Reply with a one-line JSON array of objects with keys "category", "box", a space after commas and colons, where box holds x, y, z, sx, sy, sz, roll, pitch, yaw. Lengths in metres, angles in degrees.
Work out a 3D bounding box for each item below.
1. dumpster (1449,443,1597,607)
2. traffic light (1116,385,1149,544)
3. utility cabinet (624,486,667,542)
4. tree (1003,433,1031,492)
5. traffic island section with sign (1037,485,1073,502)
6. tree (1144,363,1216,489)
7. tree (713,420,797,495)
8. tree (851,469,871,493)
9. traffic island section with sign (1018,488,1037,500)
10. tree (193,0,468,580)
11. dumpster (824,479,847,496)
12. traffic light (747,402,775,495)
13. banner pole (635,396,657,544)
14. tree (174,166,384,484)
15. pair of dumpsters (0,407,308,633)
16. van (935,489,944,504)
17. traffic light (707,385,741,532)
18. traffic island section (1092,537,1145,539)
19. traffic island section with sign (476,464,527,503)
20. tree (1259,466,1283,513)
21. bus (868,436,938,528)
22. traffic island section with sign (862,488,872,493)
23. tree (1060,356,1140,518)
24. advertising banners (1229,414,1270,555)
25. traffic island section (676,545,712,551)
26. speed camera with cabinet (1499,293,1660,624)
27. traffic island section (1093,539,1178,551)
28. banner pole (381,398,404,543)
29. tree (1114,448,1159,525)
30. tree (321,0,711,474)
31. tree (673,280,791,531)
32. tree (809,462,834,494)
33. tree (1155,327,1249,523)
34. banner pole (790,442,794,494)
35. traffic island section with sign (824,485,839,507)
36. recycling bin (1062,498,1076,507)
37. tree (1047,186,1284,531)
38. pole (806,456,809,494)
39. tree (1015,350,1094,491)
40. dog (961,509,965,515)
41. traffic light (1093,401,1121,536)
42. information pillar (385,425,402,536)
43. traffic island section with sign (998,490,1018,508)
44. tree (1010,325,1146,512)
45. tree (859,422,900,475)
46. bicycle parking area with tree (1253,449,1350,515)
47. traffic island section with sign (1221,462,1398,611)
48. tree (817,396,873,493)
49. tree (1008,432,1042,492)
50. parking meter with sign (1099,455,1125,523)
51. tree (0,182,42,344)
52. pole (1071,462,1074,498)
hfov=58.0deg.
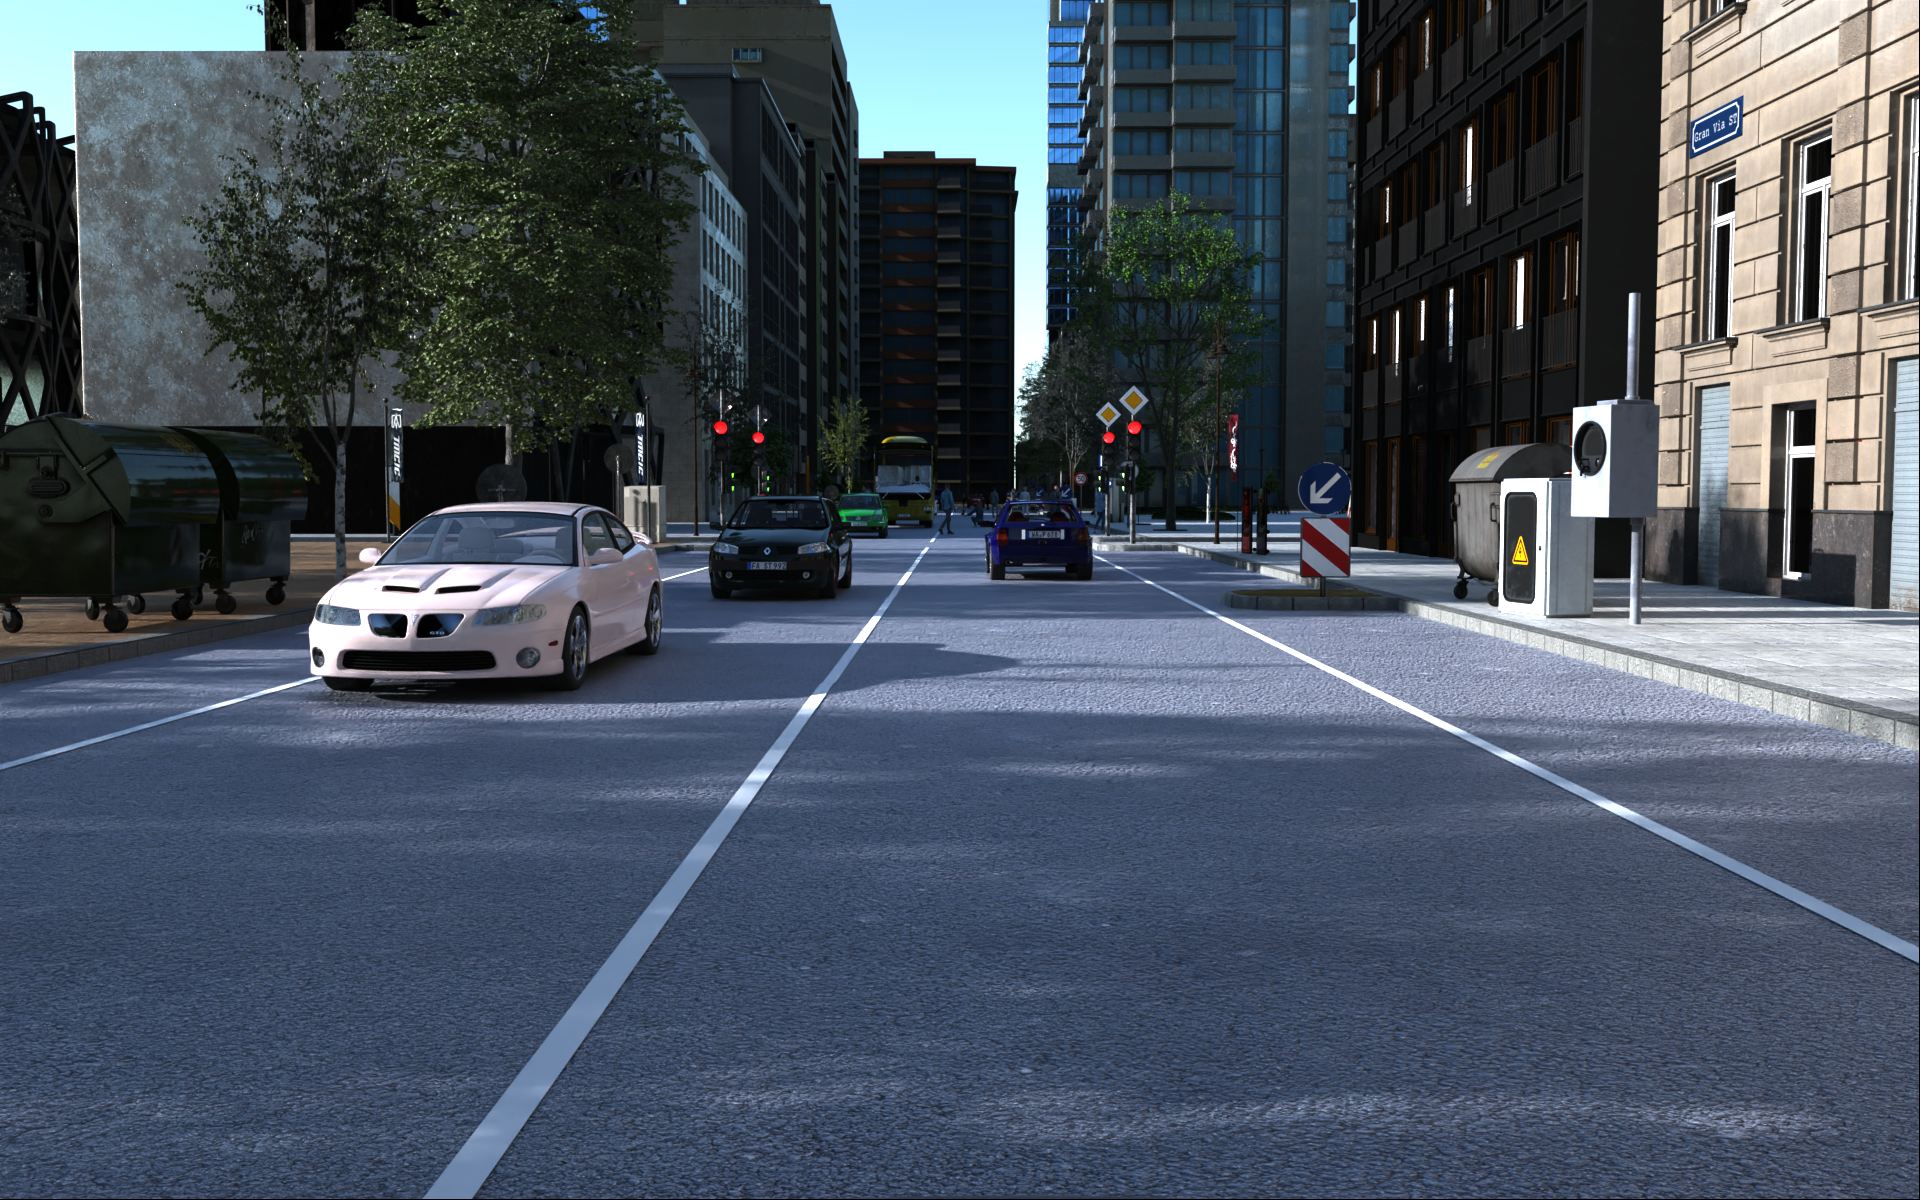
[{"category": "dumpster", "box": [6.610, -0.893, 20.360, 1.264, 1.857, 1.865, 0, 4, 0]}, {"category": "traffic light", "box": [4.454, -3.413, 44.726, 0.839, 4.253, 0.868, 0, 4, 0]}, {"category": "utility cabinet", "box": [-8.287, -2.255, 45.546, 1.173, 1.500, 0.318, 2, 4, 29]}, {"category": "tree", "box": [7.243, -15.353, 201.376, 4.360, 8.622, 3.978, 0, 3, 0]}, {"category": "traffic island section with sign", "box": [4.628, -4.257, 78.231, 1.989, 1.847, 2.006, 0, 4, 0]}, {"category": "tree", "box": [12.217, -9.062, 98.525, 4.737, 8.622, 4.395, 0, 3, 0]}, {"category": "tree", "box": [-8.214, -5.249, 69.530, 4.285, 4.588, 4.351, 0, 3, 0]}, {"category": "tree", "box": [-8.004, -8.550, 134.388, 1.663, 3.219, 1.824, 0, 3, 0]}, {"category": "traffic island section with sign", "box": [4.727, -5.969, 106.216, 1.989, 1.847, 2.006, 0, 4, 0]}, {"category": "tree", "box": [-9.325, -4.613, 25.792, 4.360, 8.622, 3.978, 0, 3, 0]}, {"category": "dumpster", "box": [-7.984, -6.608, 110.526, 1.502, 2.255, 1.985, 0, 3, 0]}, {"category": "traffic light", "box": [-6.076, -3.903, 52.735, 0.839, 4.253, 0.868, 0, 4, 0]}, {"category": "banner pole", "box": [-8.092, -3.323, 44.344, 0.401, 3.779, 0.863, -3, 5, -41]}, {"category": "tree", "box": [-15.711, -5.475, 39.880, 4.737, 8.622, 4.395, 0, 3, 0]}, {"category": "pair of dumpsters", "box": [-8.331, -0.945, 17.948, 1.574, 2.255, 4.437, 0, 4, 0]}, {"category": "van", "box": [-2.616, -11.677, 195.307, 2.240, 2.365, 5.245, 0, 4, 1]}, {"category": "traffic light", "box": [-6.107, -3.415, 44.750, 0.839, 4.253, 0.868, 0, 4, 0]}, {"category": "traffic island section", "box": [4.525, -1.868, 52.824, 2.009, 0.180, 2.903, 0, 4, 0]}, {"category": "traffic island section with sign", "box": [-5.908, -0.817, 21.982, 1.989, 1.847, 2.006, 0, 4, 0]}, {"category": "tree", "box": [21.500, -7.700, 120.496, 1.663, 3.219, 1.824, 0, 3, 0]}, {"category": "bus", "box": [-2.394, -5.226, 76.984, 2.896, 3.916, 12.252, 0, 4, -1]}, {"category": "traffic island section with sign", "box": [-5.600, -5.891, 104.943, 1.989, 1.847, 2.006, 0, 4, 0]}, {"category": "tree", "box": [7.588, -8.752, 93.455, 4.360, 8.622, 3.978, 0, 3, 0]}, {"category": "advertising banners", "box": [6.181, -2.507, 37.175, 0.090, 3.025, 2.074, -1, 4, -15]}, {"category": "traffic island section", "box": [-6.147, -1.382, 44.884, 2.009, 0.180, 2.903, 0, 4, 0]}, {"category": "speed camera with cabinet", "box": [6.312, -1.433, 17.769, 0.660, 3.252, 2.038, -1, 4, -12]}, {"category": "traffic island section", "box": [4.494, -1.380, 44.839, 2.009, 0.180, 2.903, 0, 4, 0]}, {"category": "banner pole", "box": [-14.756, -3.368, 45.089, 0.863, 3.779, 0.401, 2, 4, 32]}, {"category": "tree", "box": [7.518, -4.722, 71.811, 1.663, 3.219, 1.824, 0, 3, 0]}, {"category": "tree", "box": [-8.696, -7.087, 33.995, 7.486, 12.596, 7.792, 0, 3, 0]}, {"category": "tree", "box": [-8.262, -6.755, 60.804, 4.360, 8.622, 3.978, 0, 3, 0]}, {"category": "tree", "box": [-8.087, -6.642, 103.204, 1.663, 3.219, 1.824, 0, 3, 0]}, {"category": "tree", "box": [10.904, -7.715, 76.508, 4.360, 8.622, 3.978, 0, 3, 0]}, {"category": "banner pole", "box": [-8.165, -5.759, 84.183, 0.401, 3.779, 0.863, -1, 4, -21]}, {"category": "traffic island section with sign", "box": [-5.694, -4.211, 77.471, 1.989, 1.847, 2.006, 0, 4, 0]}, {"category": "recycling bin", "box": [6.740, -5.787, 107.178, 0.722, 1.027, 0.722, 2, 4, 32]}, {"category": "tree", "box": [7.207, -8.214, 60.059, 9.928, 11.665, 9.643, 0, 3, 0]}, {"category": "pole", "box": [-8.083, -5.990, 91.784, 0.158, 3.312, 0.155, 0, 3, 0]}, {"category": "tree", "box": [8.037, -13.278, 135.215, 7.486, 12.596, 7.792, 0, 3, 0]}, {"category": "dog", "box": [0.146, -5.964, 117.709, 0.748, 0.427, 0.550, -3, 5, -43]}, {"category": "traffic light", "box": [4.485, -3.902, 52.711, 0.839, 4.253, 0.868, 0, 4, 0]}, {"category": "information pillar", "box": [-17.282, -3.757, 52.777, 0.183, 3.616, 0.504, 2, 4, 27]}, {"category": "traffic island section with sign", "box": [5.030, -10.617, 182.212, 1.989, 1.847, 2.006, 0, 4, 0]}, {"category": "tree", "box": [8.031, -13.005, 122.995, 12.009, 13.543, 11.850, 0, 3, 0]}, {"category": "tree", "box": [-7.880, -13.629, 173.197, 4.360, 8.622, 3.978, 0, 3, 0]}, {"category": "bicycle parking area with tree", "box": [22.017, -7.603, 111.314, 8.231, 4.147, 9.016, 1, 4, 16]}, {"category": "traffic island section with sign", "box": [4.416, -0.832, 22.233, 1.989, 1.847, 2.006, 0, 4, 0]}, {"category": "tree", "box": [-8.353, -10.823, 127.315, 4.737, 8.622, 4.395, 0, 3, 0]}, {"category": "tree", "box": [7.598, -14.938, 194.598, 4.737, 8.622, 4.395, 0, 3, 0]}, {"category": "parking meter with sign", "box": [6.827, -4.973, 77.568, 0.543, 3.016, 1.738, 2, 4, 30]}, {"category": "tree", "box": [-24.981, -7.700, 36.259, 12.009, 13.543, 11.850, 0, 3, 0]}, {"category": "pole", "box": [7.110, -7.085, 109.678, 0.158, 3.312, 0.155, 0, 3, 0]}]
